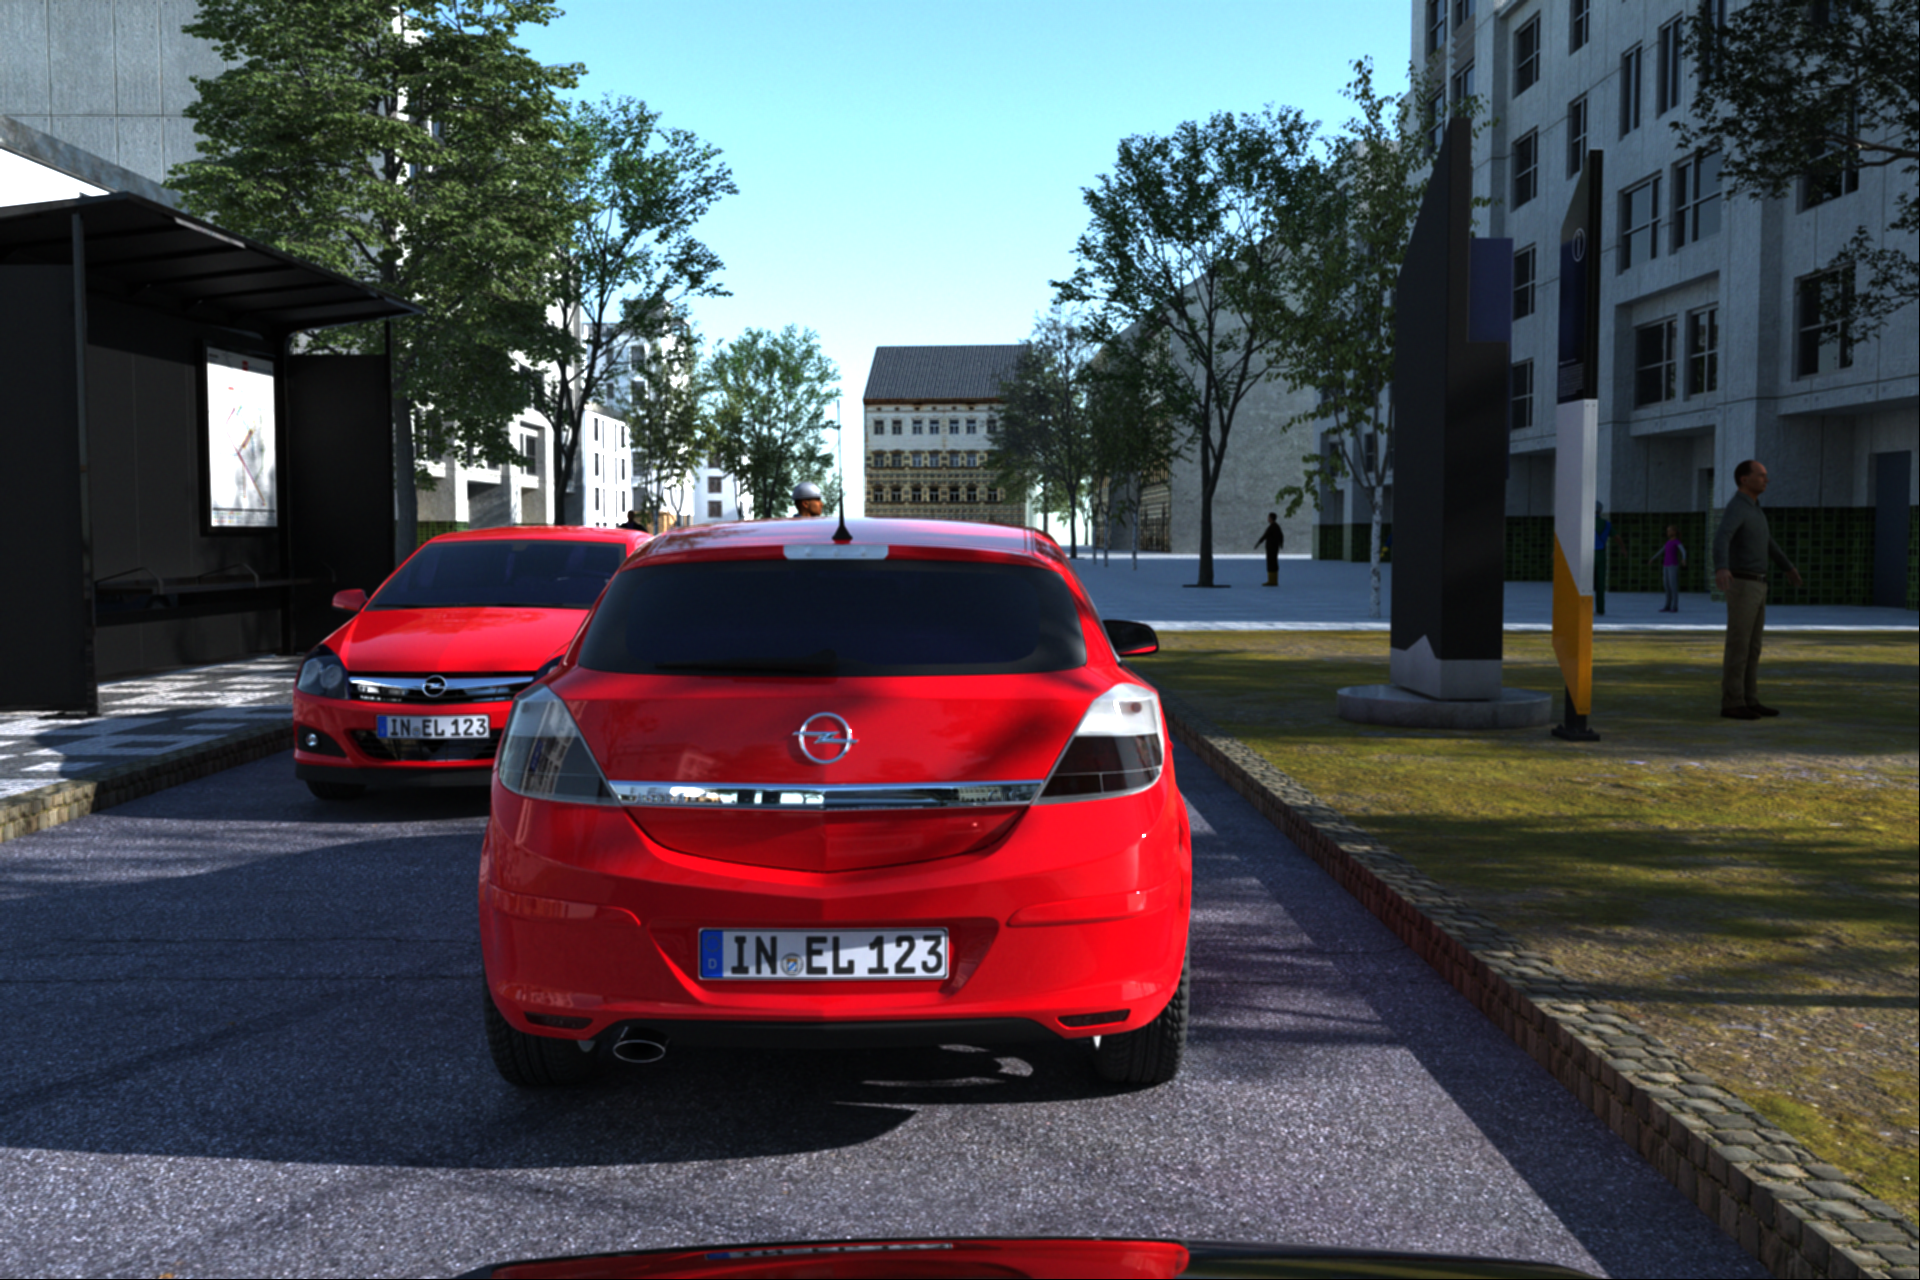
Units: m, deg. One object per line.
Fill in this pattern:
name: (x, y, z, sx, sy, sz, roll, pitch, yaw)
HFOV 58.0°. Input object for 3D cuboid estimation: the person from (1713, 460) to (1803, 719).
person: (5.529, -0.358, 12.117, 1.348, 1.796, 0.705, -3, 5, -44)

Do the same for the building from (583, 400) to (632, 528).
building: (-27.734, -11.034, 122.551, 9.099, 9.664, 28.070, 0, 4, 0)

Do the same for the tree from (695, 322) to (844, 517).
tree: (-9.488, -9.774, 85.556, 9.928, 11.665, 9.643, 0, 3, 0)

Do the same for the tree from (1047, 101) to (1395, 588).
tree: (6.113, -7.081, 41.532, 9.928, 11.665, 9.643, 0, 3, 0)

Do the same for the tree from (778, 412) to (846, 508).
tree: (-9.540, -9.361, 103.420, 4.360, 8.622, 3.978, 0, 3, 0)

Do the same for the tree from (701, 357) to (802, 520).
tree: (-9.008, -7.463, 72.375, 4.737, 8.622, 4.395, 0, 3, 0)

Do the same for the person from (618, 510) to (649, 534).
person: (-7.145, -1.918, 37.580, 1.346, 1.802, 0.704, 0, 4, -3)

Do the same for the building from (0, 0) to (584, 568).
building: (-27.498, -12.655, 73.370, 16.747, 18.905, 31.486, 0, 4, -1)

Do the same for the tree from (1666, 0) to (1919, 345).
tree: (10.145, -4.931, 15.029, 8.767, 10.594, 7.601, 3, 4, 38)

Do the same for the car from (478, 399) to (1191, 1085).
car: (-0.327, 0.186, 5.994, 2.155, 1.783, 4.494, 0, 4, -1)

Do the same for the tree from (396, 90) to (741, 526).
tree: (-9.216, -7.007, 40.326, 9.928, 11.665, 9.643, 0, 3, 0)

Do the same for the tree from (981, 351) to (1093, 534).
tree: (5.179, -11.543, 106.858, 7.486, 12.596, 7.792, 0, 3, 0)

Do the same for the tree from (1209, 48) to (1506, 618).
tree: (6.273, -4.664, 26.620, 4.737, 8.622, 4.395, 0, 3, 0)

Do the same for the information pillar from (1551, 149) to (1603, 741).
information pillar: (3.863, -1.192, 10.850, 0.183, 3.616, 0.504, 0, 4, -1)

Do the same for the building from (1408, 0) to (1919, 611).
building: (22.599, -10.561, 39.130, 16.747, 18.905, 31.486, 0, 4, 0)

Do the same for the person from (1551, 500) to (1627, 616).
person: (9.935, -1.290, 27.212, 1.347, 1.817, 0.704, -1, 4, -14)

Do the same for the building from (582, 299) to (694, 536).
building: (-28.684, -17.397, 140.853, 16.016, 20.090, 11.380, 0, 4, 0)

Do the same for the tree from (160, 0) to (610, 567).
tree: (-9.536, -6.768, 28.784, 7.486, 12.596, 7.792, 0, 3, 0)

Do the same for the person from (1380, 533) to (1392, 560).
person: (6.989, -1.253, 26.463, 1.349, 1.833, 0.705, -1, 4, -17)

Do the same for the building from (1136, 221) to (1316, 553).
building: (23.392, -18.048, 126.016, 19.493, 23.208, 18.063, 0, 4, -1)

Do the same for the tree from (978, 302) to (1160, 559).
tree: (5.871, -11.019, 90.530, 12.009, 13.543, 11.850, 0, 3, 0)

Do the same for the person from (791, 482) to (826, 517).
person: (-1.154, -0.302, 13.372, 0.705, 1.833, 1.349, 0, 4, -3)

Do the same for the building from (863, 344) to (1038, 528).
building: (-0.684, -22.438, 200.242, 18.063, 23.208, 19.493, 0, 4, 7)

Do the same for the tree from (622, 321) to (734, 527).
tree: (-9.894, -6.728, 60.366, 4.737, 8.622, 4.395, 0, 3, 0)

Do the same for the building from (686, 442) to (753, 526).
building: (-24.874, -14.013, 171.265, 9.099, 9.664, 28.070, 0, 4, -1)

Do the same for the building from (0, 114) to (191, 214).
building: (-23.675, -6.192, 43.384, 9.099, 9.664, 28.070, 0, 3, 0)

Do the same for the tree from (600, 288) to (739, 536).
tree: (-9.456, -6.243, 52.429, 4.360, 8.622, 3.978, 0, 3, 0)

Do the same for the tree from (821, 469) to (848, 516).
tree: (-14.752, -14.959, 194.943, 4.737, 8.622, 4.395, 0, 3, 0)

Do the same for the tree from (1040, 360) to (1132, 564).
tree: (5.745, -7.499, 72.976, 4.360, 8.622, 3.978, 0, 3, 0)

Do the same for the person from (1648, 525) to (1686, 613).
person: (11.590, -1.168, 28.359, 0.599, 1.433, 0.991, -1, 4, -11)

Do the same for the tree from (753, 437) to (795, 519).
tree: (-22.247, -17.263, 200.373, 7.486, 12.596, 7.792, 0, 3, 0)

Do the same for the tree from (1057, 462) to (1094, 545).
tree: (14.366, -16.644, 197.889, 9.928, 11.665, 9.643, 0, 3, 0)

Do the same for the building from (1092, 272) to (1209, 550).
building: (21.184, -19.314, 146.718, 19.493, 23.208, 18.063, 0, 4, 0)

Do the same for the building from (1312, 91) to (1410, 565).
building: (26.247, -12.509, 70.975, 16.747, 18.905, 31.486, 0, 4, -1)

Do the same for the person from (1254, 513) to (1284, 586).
person: (7.693, -2.244, 42.823, 0.704, 1.812, 1.346, 3, 4, 39)

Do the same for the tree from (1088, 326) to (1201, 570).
tree: (6.383, -6.804, 61.608, 4.737, 8.622, 4.395, 0, 3, 0)

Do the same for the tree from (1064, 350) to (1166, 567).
tree: (5.496, -7.146, 67.205, 4.360, 8.622, 3.978, 0, 3, 0)

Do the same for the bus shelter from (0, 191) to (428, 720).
bus shelter: (-6.471, -1.453, 15.039, 1.731, 3.624, 6.357, 0, 4, 2)

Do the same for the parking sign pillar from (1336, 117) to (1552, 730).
parking sign pillar: (3.363, -1.436, 11.953, 1.447, 3.967, 1.447, 0, 4, -1)

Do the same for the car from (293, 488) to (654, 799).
car: (-2.629, -0.102, 10.709, 2.155, 1.783, 4.494, 0, 4, -1)
